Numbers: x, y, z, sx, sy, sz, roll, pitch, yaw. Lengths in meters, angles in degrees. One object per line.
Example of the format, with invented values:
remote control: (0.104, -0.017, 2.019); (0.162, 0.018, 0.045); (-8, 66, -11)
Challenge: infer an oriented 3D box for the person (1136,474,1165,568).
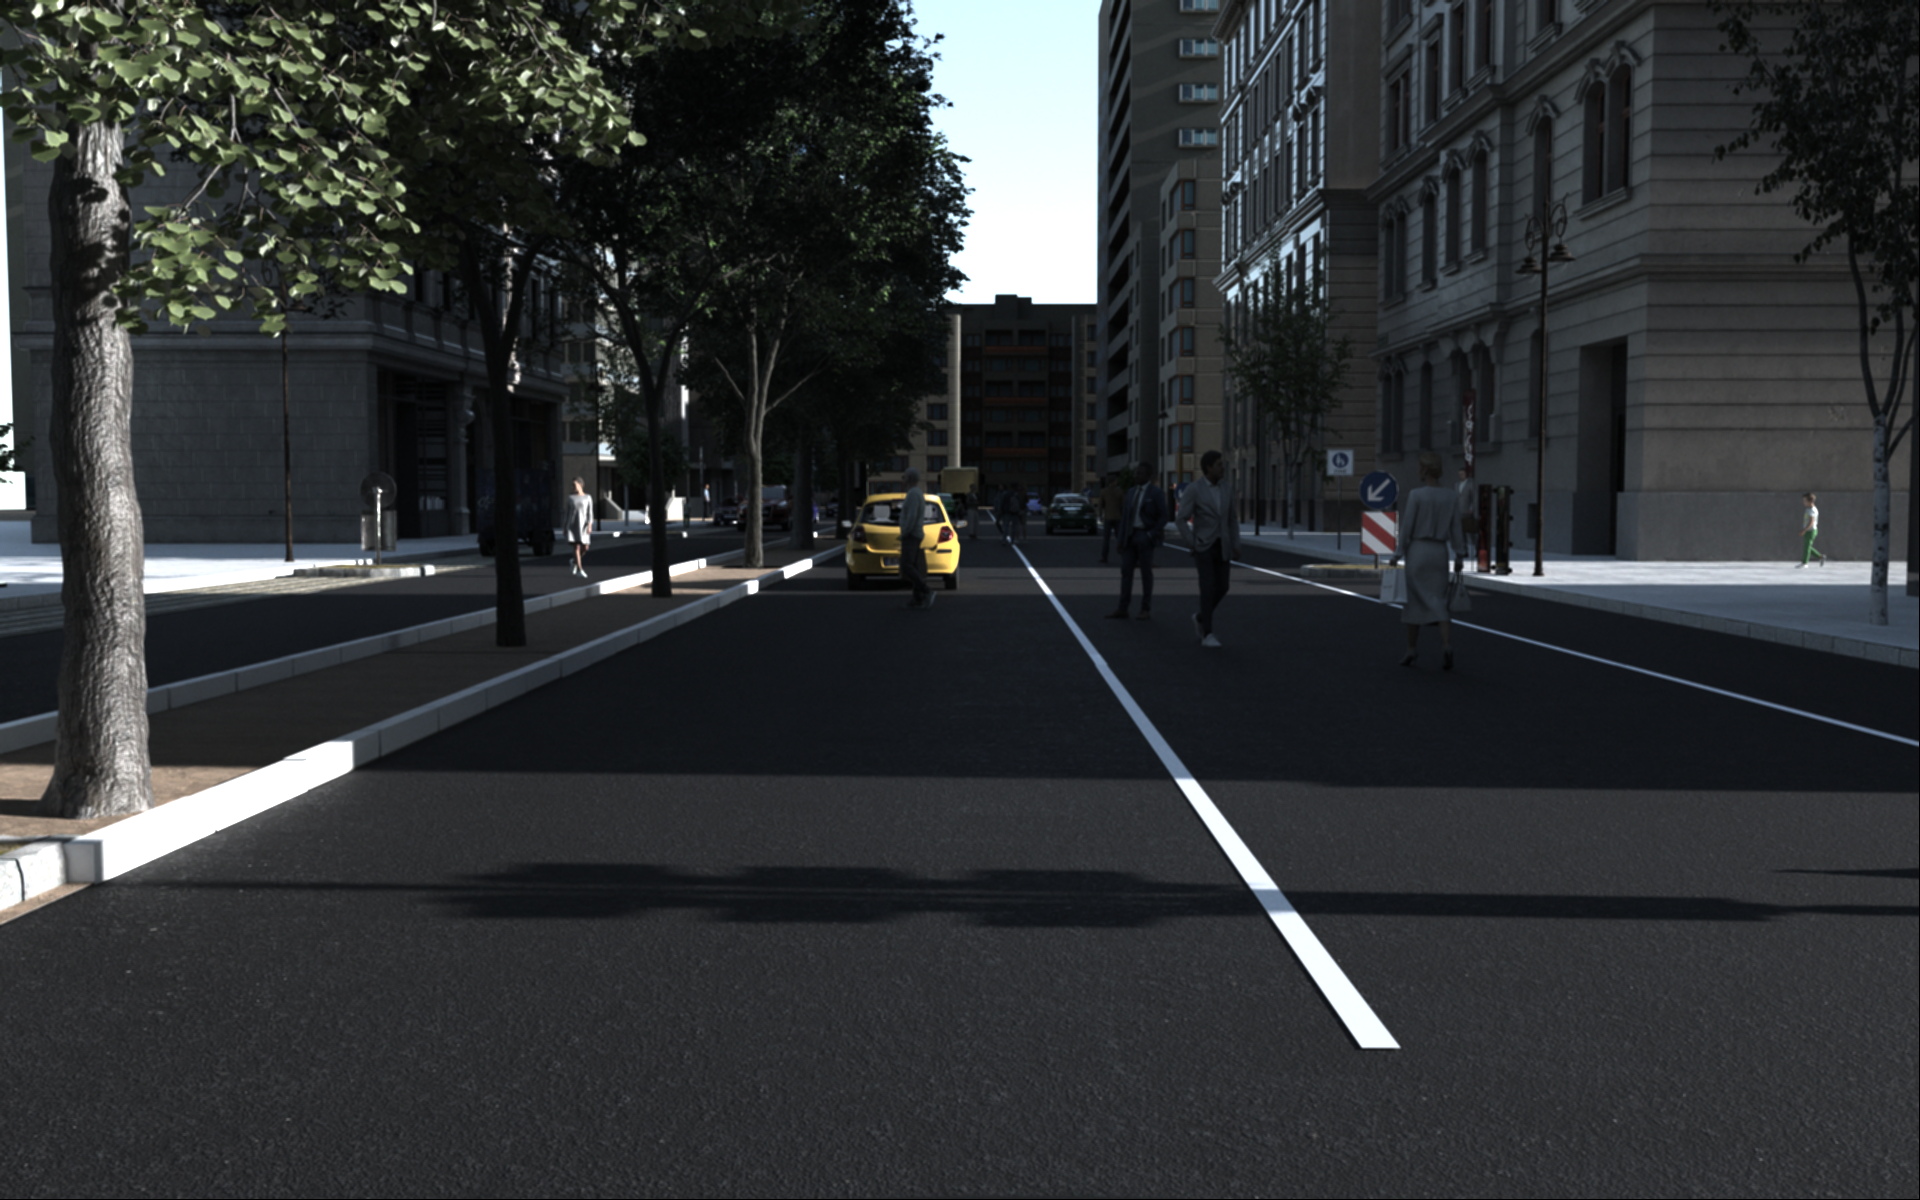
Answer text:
person: (3.728, -1.530, 33.643); (0.853, 1.813, 0.709); (-2, 4, -28)

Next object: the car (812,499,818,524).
car: (-7.845, -4.356, 83.802); (1.945, 1.354, 3.894); (0, 4, 1)

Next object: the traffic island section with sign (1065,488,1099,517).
traffic island section with sign: (7.737, -6.044, 107.451); (1.989, 1.847, 2.006); (0, 4, 1)

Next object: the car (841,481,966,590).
car: (-0.894, -1.049, 27.374); (2.015, 1.641, 3.980); (0, 4, -1)

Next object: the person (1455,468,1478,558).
person: (10.171, -1.756, 34.877); (0.853, 1.813, 0.709); (-3, 4, -38)

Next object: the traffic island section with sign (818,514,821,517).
traffic island section with sign: (-9.683, -6.054, 107.617); (1.989, 1.847, 2.006); (0, 4, 1)

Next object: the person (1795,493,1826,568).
person: (14.808, -1.212, 30.104); (0.590, 1.304, 0.306); (-1, 4, -8)

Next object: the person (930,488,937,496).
person: (-1.387, -5.103, 92.595); (0.621, 1.740, 0.551); (0, 4, 0)

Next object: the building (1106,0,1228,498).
building: (22.394, -30.874, 128.483); (21.300, 48.544, 21.600); (0, 4, 1)

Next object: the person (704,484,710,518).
person: (-13.356, -5.221, 91.384); (0.705, 1.826, 1.348); (0, 4, -2)

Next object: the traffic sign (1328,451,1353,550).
traffic sign: (8.742, -2.309, 39.879); (0.606, 2.300, 0.079); (0, 4, 6)

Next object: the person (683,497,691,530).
person: (-10.817, -3.412, 68.541); (0.306, 1.304, 0.590); (-1, 4, -15)

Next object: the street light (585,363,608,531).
street light: (-12.458, -5.307, 59.552); (0.468, 5.910, 1.993); (0, 4, 1)

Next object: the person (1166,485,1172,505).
person: (10.393, -4.831, 85.716); (1.217, 1.739, 0.721); (2, 4, 35)

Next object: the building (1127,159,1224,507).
building: (25.199, -15.843, 104.080); (27.650, 21.520, 28.899); (0, 4, 1)

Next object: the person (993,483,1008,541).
person: (1.331, -2.710, 53.160); (0.601, 1.785, 0.444); (3, 4, 38)

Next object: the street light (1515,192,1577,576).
street light: (9.058, -3.312, 26.942); (0.468, 5.910, 1.993); (0, 4, 1)

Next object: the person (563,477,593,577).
person: (-6.657, -1.274, 30.085); (0.466, 1.731, 0.760); (-3, 4, -37)

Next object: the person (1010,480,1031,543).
person: (1.773, -2.561, 50.342); (0.573, 1.828, 0.580); (3, 4, 36)

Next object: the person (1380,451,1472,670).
person: (3.832, -0.328, 14.223); (0.694, 1.780, 0.624); (0, 4, 4)

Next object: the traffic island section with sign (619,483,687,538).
traffic island section with sign: (-10.141, -2.986, 57.456); (1.989, 1.847, 2.006); (0, 4, 1)

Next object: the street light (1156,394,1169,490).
street light: (9.412, -6.579, 80.362); (0.468, 5.910, 1.993); (0, 4, 1)

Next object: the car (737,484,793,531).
car: (-7.613, -3.659, 68.494); (2.281, 1.827, 5.304); (0, 4, -1)

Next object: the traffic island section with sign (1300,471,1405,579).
traffic island section with sign: (7.033, -1.325, 30.298); (1.989, 1.847, 2.006); (0, 4, 1)

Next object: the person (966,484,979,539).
person: (0.428, -2.794, 54.727); (0.362, 1.759, 0.519); (2, 4, 30)

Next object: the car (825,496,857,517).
car: (-7.447, -5.877, 108.676); (1.945, 1.354, 3.894); (0, 4, 1)

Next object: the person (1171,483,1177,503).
person: (10.299, -4.723, 83.394); (0.705, 1.807, 1.348); (1, 4, 8)

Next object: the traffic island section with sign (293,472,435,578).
traffic island section with sign: (-10.385, -1.336, 30.465); (1.989, 1.847, 2.006); (0, 4, 1)

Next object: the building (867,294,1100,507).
building: (5.584, -20.522, 180.569); (28.899, 21.520, 27.650); (0, 4, 1)

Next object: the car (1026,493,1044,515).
car: (4.902, -6.834, 121.335); (1.945, 1.707, 3.694); (0, 4, 2)

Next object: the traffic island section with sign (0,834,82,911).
traffic island section with sign: (-4.277, 0.164, 5.461); (2.006, 1.907, 1.989); (0, 4, 1)

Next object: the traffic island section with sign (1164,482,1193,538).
traffic island section with sign: (7.298, -3.011, 57.866); (1.989, 1.847, 2.006); (0, 4, 1)

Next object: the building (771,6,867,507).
building: (-25.272, -52.799, 175.936); (31.000, 86.520, 22.319); (0, 4, 1)

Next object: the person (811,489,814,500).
person: (-12.893, -8.758, 149.767); (0.617, 1.759, 0.750); (-3, 4, -39)

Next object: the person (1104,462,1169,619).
person: (2.061, -0.687, 19.916); (0.721, 1.800, 0.419); (3, 4, 36)

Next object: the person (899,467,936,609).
person: (-0.544, -0.787, 21.852); (0.515, 1.767, 0.782); (0, 4, 3)

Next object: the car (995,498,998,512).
car: (3.822, -8.009, 139.737); (1.959, 1.807, 4.718); (0, 4, -1)

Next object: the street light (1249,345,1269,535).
street light: (9.236, -4.946, 53.652); (0.468, 5.910, 1.993); (0, 4, 1)

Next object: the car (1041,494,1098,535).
car: (4.014, -3.109, 62.637); (2.131, 1.459, 4.920); (0, 4, 2)

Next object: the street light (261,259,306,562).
street light: (-12.729, -3.664, 32.702); (0.468, 5.910, 1.993); (0, 4, 1)

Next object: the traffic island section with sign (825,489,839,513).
traffic island section with sign: (-9.442, -7.703, 134.571); (1.989, 1.847, 2.006); (0, 4, 1)

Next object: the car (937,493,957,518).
car: (-1.130, -5.799, 103.608); (1.959, 1.807, 4.718); (0, 4, 0)

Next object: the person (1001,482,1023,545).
person: (1.441, -2.421, 48.424); (0.623, 1.781, 0.721); (0, 4, 4)

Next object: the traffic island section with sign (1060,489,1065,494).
traffic island section with sign: (7.977, -7.750, 135.342); (1.989, 1.847, 2.006); (0, 4, 1)

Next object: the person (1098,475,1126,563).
person: (3.230, -1.697, 36.162); (0.656, 1.842, 0.836); (-2, 4, -32)

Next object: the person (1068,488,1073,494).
person: (10.019, -9.292, 157.837); (0.709, 1.838, 0.599); (0, 4, -8)

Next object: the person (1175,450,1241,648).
person: (2.333, -0.497, 16.465); (0.661, 1.843, 0.795); (-1, 4, -23)

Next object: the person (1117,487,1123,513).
person: (7.226, -4.328, 79.664); (0.834, 1.777, 0.661); (3, 4, 36)

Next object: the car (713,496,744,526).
car: (-10.166, -4.069, 79.108); (1.945, 1.354, 3.894); (0, 4, 2)

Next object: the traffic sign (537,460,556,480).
traffic sign: (-12.454, -3.062, 52.193); (0.606, 2.300, 0.079); (1, 4, 10)

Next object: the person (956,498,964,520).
person: (-0.003, -3.809, 75.450); (0.373, 1.253, 0.362); (-3, 4, -39)

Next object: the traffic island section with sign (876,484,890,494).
traffic island section with sign: (-3.607, -4.432, 80.597); (2.006, 1.907, 1.989); (0, 4, 1)
